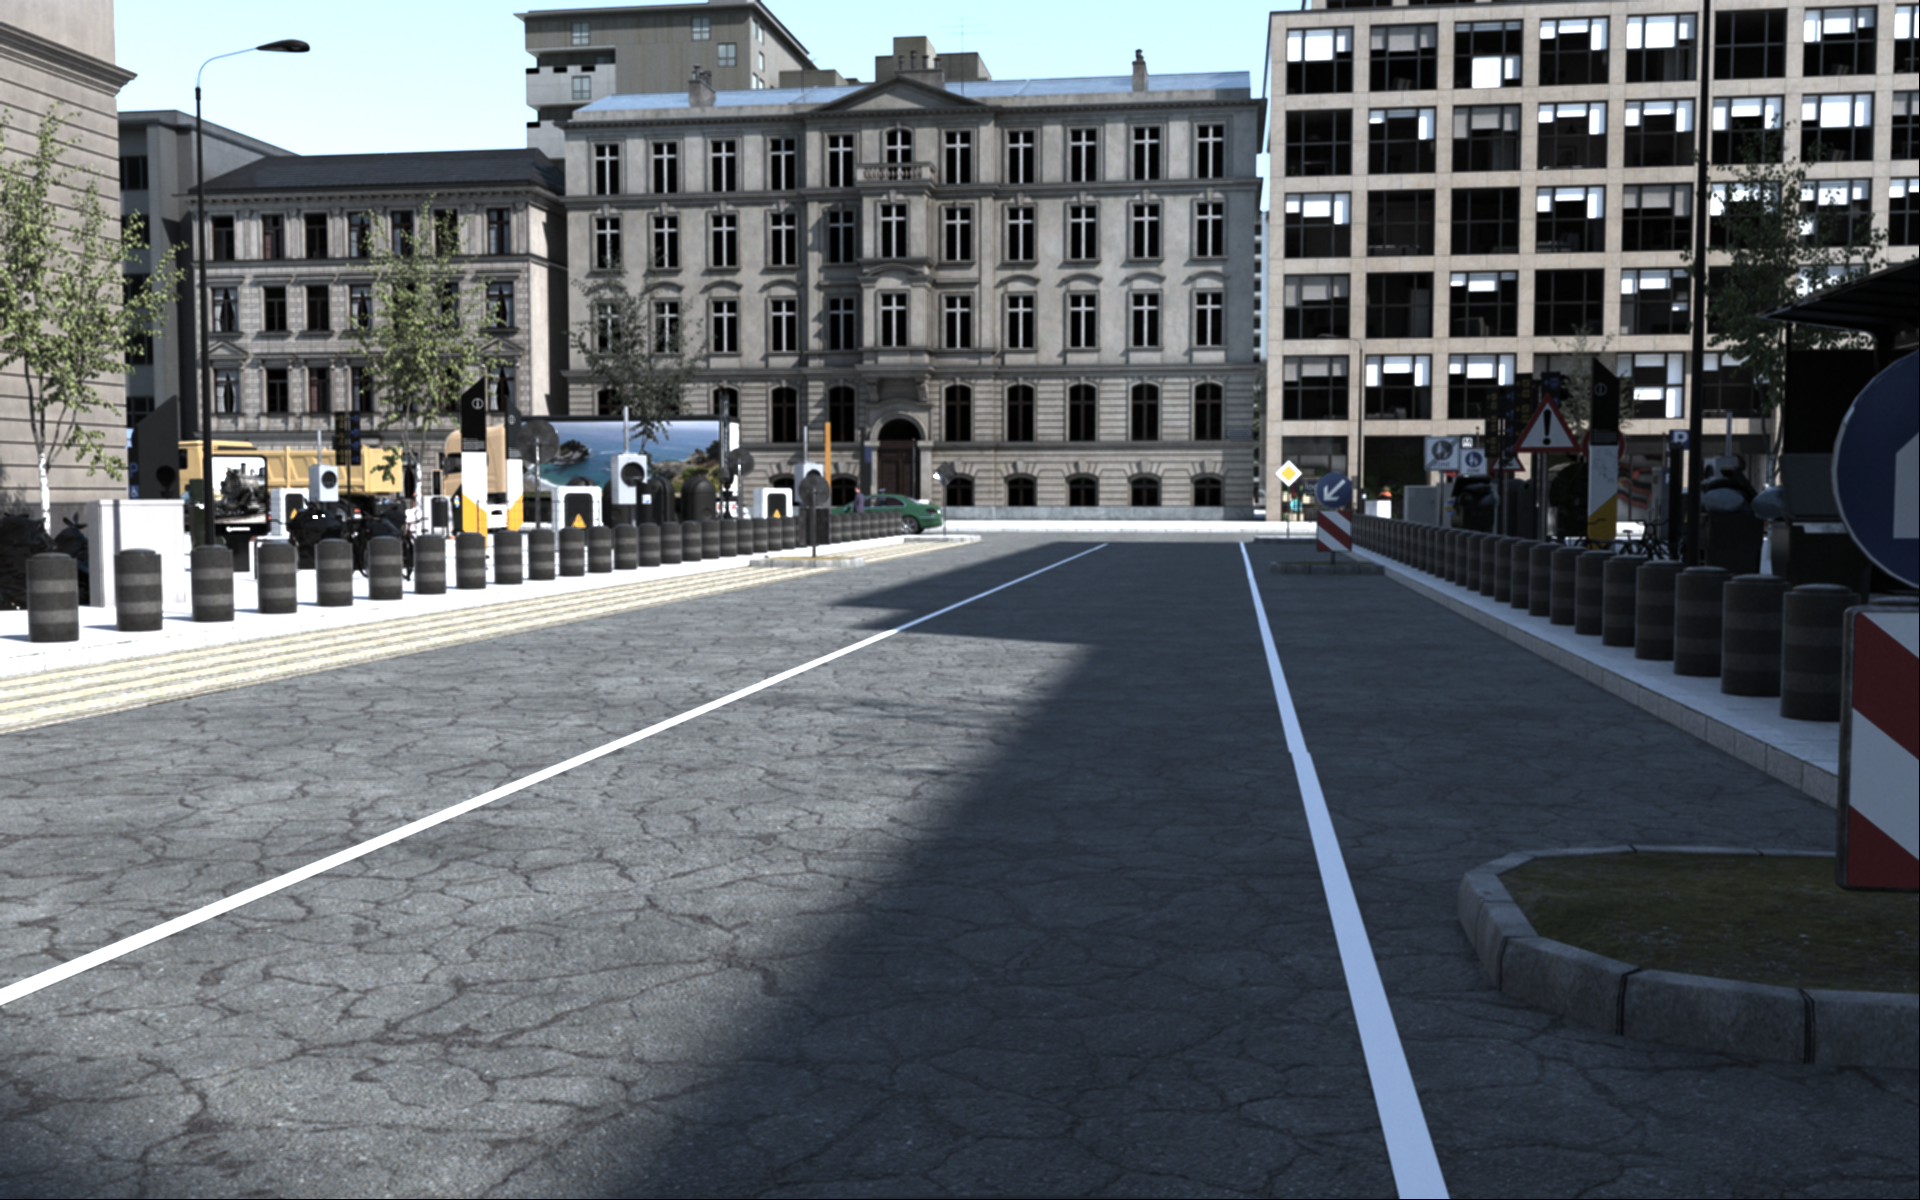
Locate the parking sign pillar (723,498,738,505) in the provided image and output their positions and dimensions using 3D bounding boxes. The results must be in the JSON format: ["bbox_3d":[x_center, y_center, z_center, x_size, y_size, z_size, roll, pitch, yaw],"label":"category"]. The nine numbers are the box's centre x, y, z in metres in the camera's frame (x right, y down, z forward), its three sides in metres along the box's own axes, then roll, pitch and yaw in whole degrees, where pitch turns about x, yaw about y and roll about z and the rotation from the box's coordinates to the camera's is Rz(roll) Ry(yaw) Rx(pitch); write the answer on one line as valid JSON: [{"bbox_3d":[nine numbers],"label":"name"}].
[{"bbox_3d":[-10.763,-5.612,80.227,1.447,3.967,1.447,2,4,28],"label":"parking sign pillar"}]

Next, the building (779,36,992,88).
[{"bbox_3d":[-6.781,-34.586,189.188,21.600,48.544,21.300,1,4,9],"label":"building"}]

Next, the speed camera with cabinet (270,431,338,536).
[{"bbox_3d":[-20.171,-3.606,53.298,0.660,3.252,2.038,2,4,34],"label":"speed camera with cabinet"}]

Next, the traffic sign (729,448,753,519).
[{"bbox_3d":[-6.085,-2.910,47.686,0.768,2.556,0.104,1,4,12],"label":"traffic sign"}]

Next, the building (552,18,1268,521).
[{"bbox_3d":[-2.083,-16.480,88.528,34.723,24.649,14.460,1,4,9],"label":"building"}]

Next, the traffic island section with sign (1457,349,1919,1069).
[{"bbox_3d":[2.602,0.207,5.237,1.989,1.847,2.006,1,4,9],"label":"traffic island section with sign"}]

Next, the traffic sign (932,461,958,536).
[{"bbox_3d":[-0.460,-2.991,52.547,0.795,2.450,0.064,1,4,9],"label":"traffic sign"}]

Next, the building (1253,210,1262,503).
[{"bbox_3d":[42.156,-34.171,242.292,14.086,41.232,14.154,1,4,9],"label":"building"}]

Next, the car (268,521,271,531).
[{"bbox_3d":[-25.242,-3.500,67.016,4.222,1.686,2.009,0,4,7],"label":"car"}]

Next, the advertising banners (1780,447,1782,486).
[{"bbox_3d":[30.909,-4.238,65.487,0.090,3.025,2.074,1,4,17],"label":"advertising banners"}]

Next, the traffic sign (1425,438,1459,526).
[{"bbox_3d":[8.558,-1.753,30.798,0.606,2.300,0.079,1,4,12],"label":"traffic sign"}]

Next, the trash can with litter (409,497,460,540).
[{"bbox_3d":[-15.040,-2.333,49.201,2.233,1.210,1.678,1,4,19],"label":"trash can with litter"}]

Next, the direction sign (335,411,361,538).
[{"bbox_3d":[-16.716,-3.386,47.356,0.876,3.537,0.379,2,4,25],"label":"direction sign"}]

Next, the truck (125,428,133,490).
[{"bbox_3d":[-39.245,-4.708,66.727,18.799,4.110,2.967,1,4,10],"label":"truck"}]

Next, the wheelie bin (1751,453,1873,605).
[{"bbox_3d":[6.666,-0.341,13.485,0.980,1.594,0.693,1,4,12],"label":"wheelie bin"}]

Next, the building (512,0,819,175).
[{"bbox_3d":[-31.634,-36.681,188.974,27.495,52.752,28.713,1,4,9],"label":"building"}]

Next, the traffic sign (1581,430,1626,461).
[{"bbox_3d":[11.759,-1.933,31.716,0.768,2.556,0.104,1,4,12],"label":"traffic sign"}]

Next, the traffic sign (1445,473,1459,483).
[{"bbox_3d":[14.392,-3.083,50.507,0.768,2.556,0.104,1,4,17],"label":"traffic sign"}]

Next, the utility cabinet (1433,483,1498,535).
[{"bbox_3d":[9.882,-1.536,33.786,0.318,1.500,1.173,-3,5,-41],"label":"utility cabinet"}]

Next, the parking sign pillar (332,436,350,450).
[{"bbox_3d":[-28.361,-5.574,79.606,1.447,3.967,1.447,1,4,23],"label":"parking sign pillar"}]

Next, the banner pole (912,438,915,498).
[{"bbox_3d":[-2.073,-5.386,78.082,0.401,3.779,0.863,0,4,3],"label":"banner pole"}]

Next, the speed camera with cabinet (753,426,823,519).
[{"bbox_3d":[-4.954,-3.408,50.060,2.038,3.252,0.660,-3,4,-37],"label":"speed camera with cabinet"}]

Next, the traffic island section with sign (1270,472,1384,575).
[{"bbox_3d":[6.726,-1.422,31.876,1.989,1.847,2.006,1,4,9],"label":"traffic island section with sign"}]

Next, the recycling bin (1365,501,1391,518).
[{"bbox_3d":[16.260,-3.354,67.389,0.722,1.027,0.722,-2,4,-29],"label":"recycling bin"}]

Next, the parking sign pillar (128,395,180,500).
[{"bbox_3d":[-21.753,-3.564,46.741,1.447,3.967,1.447,2,4,25],"label":"parking sign pillar"}]

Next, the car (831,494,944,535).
[{"bbox_3d":[-3.046,-3.044,61.574,4.920,1.459,2.131,0,4,8],"label":"car"}]

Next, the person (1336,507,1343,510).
[{"bbox_3d":[13.794,-2.952,62.263,1.012,1.151,0.738,-1,4,-19],"label":"person"}]

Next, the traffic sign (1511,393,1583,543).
[{"bbox_3d":[7.534,-1.363,22.293,0.884,2.594,0.081,1,4,9],"label":"traffic sign"}]

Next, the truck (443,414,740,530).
[{"bbox_3d":[-13.765,-4.528,62.952,11.283,4.237,2.839,1,4,9],"label":"truck"}]

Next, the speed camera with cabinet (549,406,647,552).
[{"bbox_3d":[-8.060,-2.714,38.713,2.038,3.252,0.660,-2,4,-29],"label":"speed camera with cabinet"}]

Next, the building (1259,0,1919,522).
[{"bbox_3d":[32.441,-17.240,86.392,34.151,26.468,19.350,1,4,9],"label":"building"}]

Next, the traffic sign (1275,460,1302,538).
[{"bbox_3d":[9.661,-2.894,50.964,0.795,2.450,0.064,1,4,9],"label":"traffic sign"}]

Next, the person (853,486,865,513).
[{"bbox_3d":[-3.439,-3.024,58.870,0.530,1.710,0.541,3,5,44],"label":"person"}]

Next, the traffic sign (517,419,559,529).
[{"bbox_3d":[-7.203,-1.800,29.530,0.768,2.556,0.104,1,4,10],"label":"traffic sign"}]

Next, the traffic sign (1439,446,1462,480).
[{"bbox_3d":[12.348,-2.635,43.085,0.884,2.594,0.081,1,4,10],"label":"traffic sign"}]

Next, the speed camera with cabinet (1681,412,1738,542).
[{"bbox_3d":[18.408,-2.953,42.614,0.660,3.252,2.038,0,4,1],"label":"speed camera with cabinet"}]

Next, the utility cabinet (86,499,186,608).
[{"bbox_3d":[-9.480,-0.538,19.955,0.306,1.237,1.020,2,4,35],"label":"utility cabinet"}]

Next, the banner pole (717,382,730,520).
[{"bbox_3d":[-5.266,-2.976,38.672,0.401,3.779,0.863,-2,4,-26],"label":"banner pole"}]

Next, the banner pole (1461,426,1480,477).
[{"bbox_3d":[18.882,-4.526,64.011,0.863,3.779,0.401,0,4,-7],"label":"banner pole"}]

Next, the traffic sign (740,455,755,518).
[{"bbox_3d":[-6.356,-3.078,50.425,0.768,2.556,0.104,1,4,13],"label":"traffic sign"}]

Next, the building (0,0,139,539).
[{"bbox_3d":[-32.452,-14.638,36.588,25.104,27.353,12.463,1,4,9],"label":"building"}]

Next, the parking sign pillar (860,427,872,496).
[{"bbox_3d":[-3.821,-5.000,70.219,1.447,3.967,1.447,0,4,-3],"label":"parking sign pillar"}]

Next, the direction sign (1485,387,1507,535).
[{"bbox_3d":[11.494,-2.741,36.814,0.379,3.537,0.876,-2,4,-31],"label":"direction sign"}]

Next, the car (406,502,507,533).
[{"bbox_3d":[-17.841,-2.927,60.222,4.827,1.381,2.083,1,4,9],"label":"car"}]

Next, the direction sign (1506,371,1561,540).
[{"bbox_3d":[10.740,-2.467,32.333,0.876,3.537,0.379,3,5,41],"label":"direction sign"}]

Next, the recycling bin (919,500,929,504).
[{"bbox_3d":[-1.863,-3.910,76.483,0.722,1.027,0.722,2,4,35],"label":"recycling bin"}]

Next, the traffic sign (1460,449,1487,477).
[{"bbox_3d":[11.545,-2.254,38.986,0.606,2.300,0.079,1,4,15],"label":"traffic sign"}]

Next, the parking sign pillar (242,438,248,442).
[{"bbox_3d":[-34.884,-5.796,83.240,1.447,3.967,1.447,-2,4,-31],"label":"parking sign pillar"}]

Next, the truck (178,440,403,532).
[{"bbox_3d":[-25.309,-4.092,62.825,9.791,3.379,3.469,1,4,10],"label":"truck"}]

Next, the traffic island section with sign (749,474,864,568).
[{"bbox_3d":[-2.967,-1.575,34.371,1.989,1.847,2.006,1,4,9],"label":"traffic island section with sign"}]

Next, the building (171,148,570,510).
[{"bbox_3d":[-29.221,-13.844,90.980,19.286,19.102,10.561,1,4,9],"label":"building"}]

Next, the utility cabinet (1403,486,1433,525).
[{"bbox_3d":[12.376,-2.277,45.908,1.173,1.500,0.318,-1,4,-9],"label":"utility cabinet"}]

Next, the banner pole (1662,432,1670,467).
[{"bbox_3d":[28.394,-4.868,69.614,0.401,3.779,0.863,-1,4,-11],"label":"banner pole"}]

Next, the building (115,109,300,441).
[{"bbox_3d":[-53.251,-16.989,96.844,30.058,24.678,14.314,1,4,9],"label":"building"}]

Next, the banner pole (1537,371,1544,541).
[{"bbox_3d":[11.948,-2.794,35.691,0.401,3.779,0.863,1,4,11],"label":"banner pole"}]

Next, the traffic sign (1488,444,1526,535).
[{"bbox_3d":[13.049,-2.532,41.401,0.884,2.594,0.081,1,4,10],"label":"traffic sign"}]
